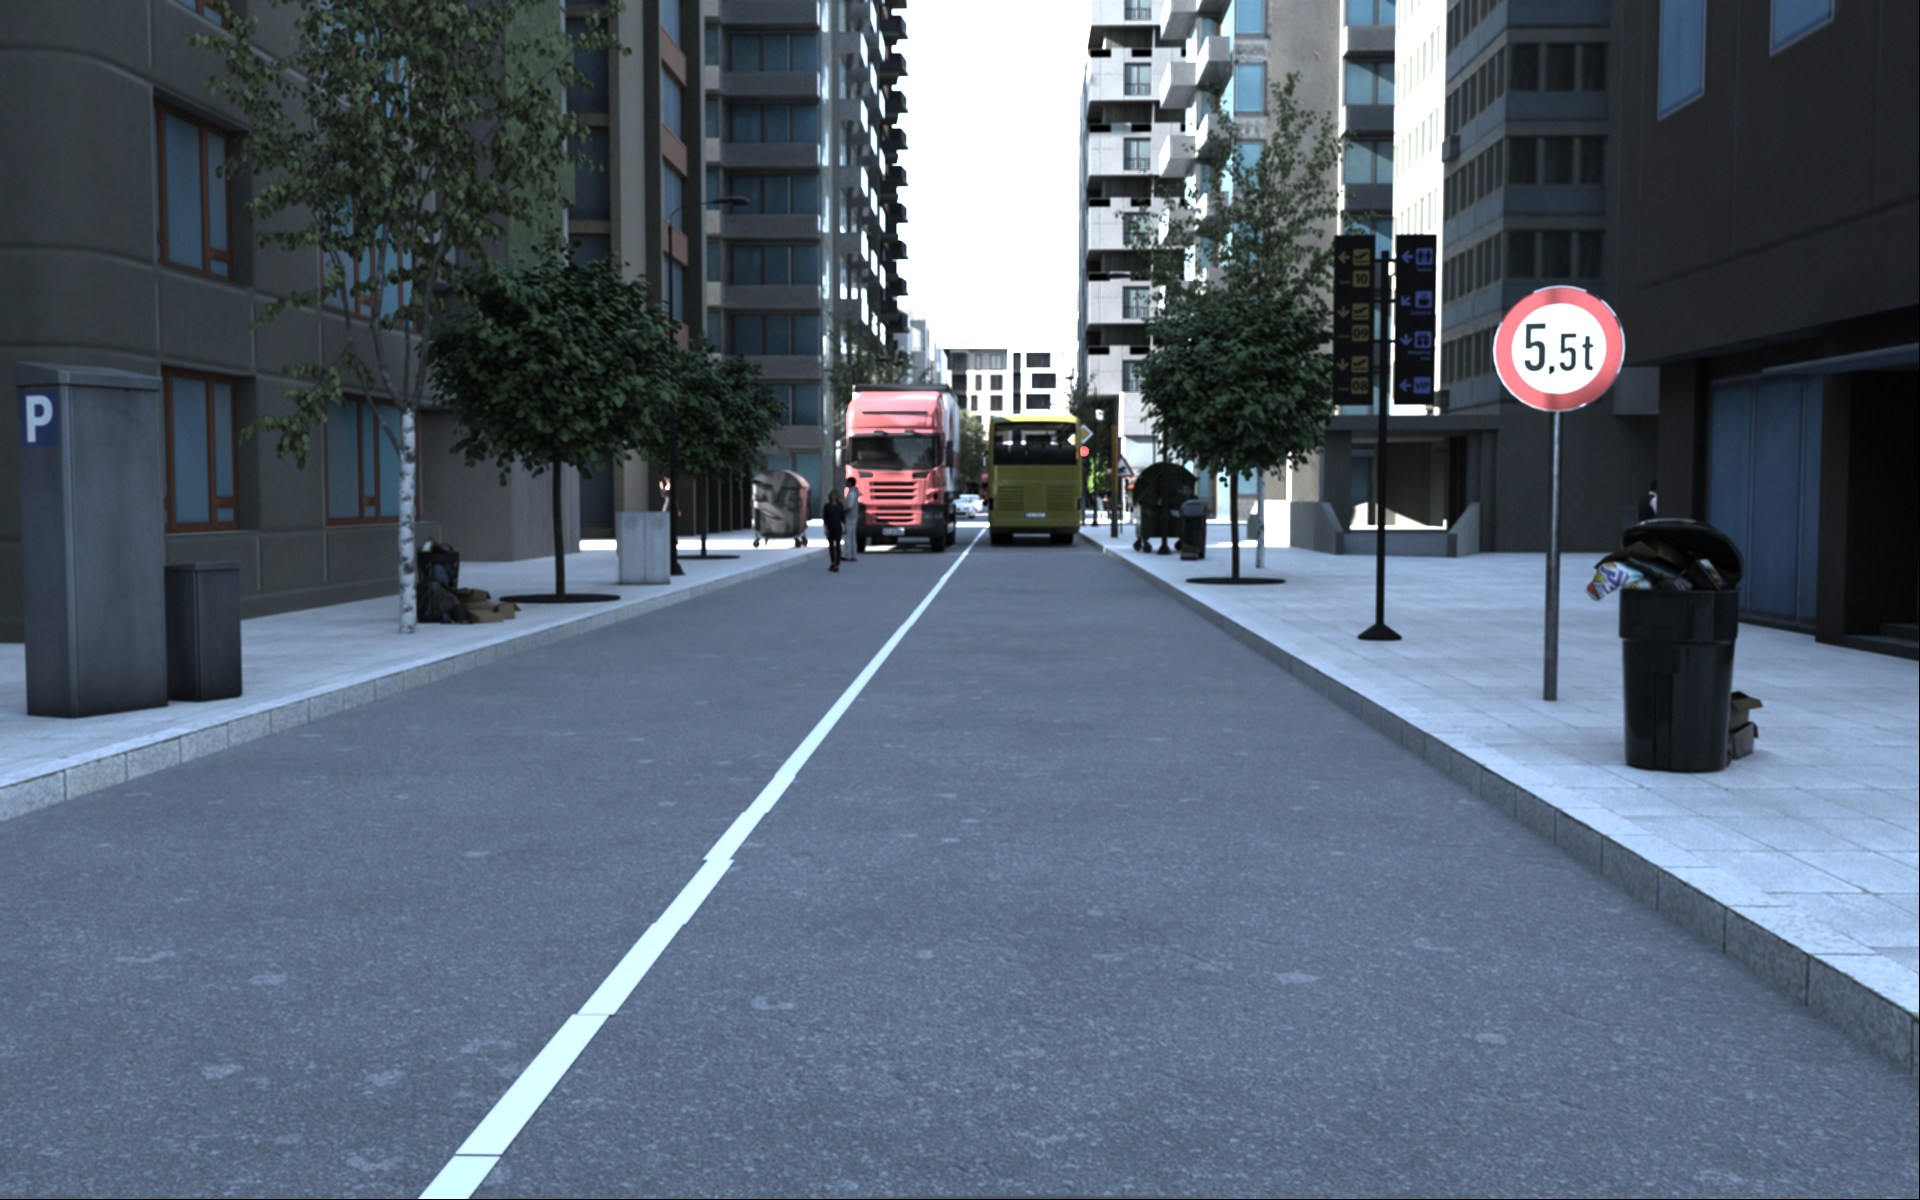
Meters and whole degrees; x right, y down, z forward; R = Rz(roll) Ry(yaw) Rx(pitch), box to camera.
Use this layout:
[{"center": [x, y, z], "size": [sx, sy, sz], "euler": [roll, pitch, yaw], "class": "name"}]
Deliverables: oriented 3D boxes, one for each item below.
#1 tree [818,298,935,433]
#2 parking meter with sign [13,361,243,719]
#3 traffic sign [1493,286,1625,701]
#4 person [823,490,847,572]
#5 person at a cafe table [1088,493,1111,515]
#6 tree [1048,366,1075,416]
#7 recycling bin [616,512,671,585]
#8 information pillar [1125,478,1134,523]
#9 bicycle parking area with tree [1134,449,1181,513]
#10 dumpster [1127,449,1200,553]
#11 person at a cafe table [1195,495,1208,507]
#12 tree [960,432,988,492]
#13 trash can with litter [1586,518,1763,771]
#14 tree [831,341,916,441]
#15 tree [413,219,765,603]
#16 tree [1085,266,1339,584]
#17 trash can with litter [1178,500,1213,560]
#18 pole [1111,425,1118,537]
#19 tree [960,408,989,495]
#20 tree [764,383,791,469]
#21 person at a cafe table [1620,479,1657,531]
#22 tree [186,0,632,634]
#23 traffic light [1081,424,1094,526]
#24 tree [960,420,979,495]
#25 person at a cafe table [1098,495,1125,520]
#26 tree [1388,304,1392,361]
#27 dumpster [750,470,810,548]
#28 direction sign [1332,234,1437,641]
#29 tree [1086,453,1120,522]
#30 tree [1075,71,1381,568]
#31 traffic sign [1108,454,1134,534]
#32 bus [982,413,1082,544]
[{"center": [-3.365, -7.035, 65.388], "size": [4.737, 8.622, 4.395], "euler": [0, 3, 0], "class": "tree"}, {"center": [-5.071, -0.850, 10.167], "size": [0.543, 3.016, 1.738], "euler": [2, 4, 25], "class": "parking meter with sign"}, {"center": [3.674, -0.648, 10.702], "size": [0.768, 2.556, 0.104], "euler": [1, 4, 11], "class": "traffic sign"}, {"center": [-2.344, -1.288, 32.103], "size": [0.480, 1.512, 0.613], "euler": [-2, 4, -24], "class": "person"}, {"center": [8.646, -5.974, 106.184], "size": [1.622, 1.524, 1.698], "euler": [0, 4, 6], "class": "person at a cafe table"}, {"center": [6.918, -9.071, 98.672], "size": [4.737, 8.622, 4.395], "euler": [0, 3, 0], "class": "tree"}, {"center": [-4.537, -0.748, 24.776], "size": [0.722, 1.027, 0.722], "euler": [-1, 4, -14], "class": "recycling bin"}, {"center": [7.558, -4.451, 77.274], "size": [0.304, 2.012, 0.304], "euler": [-3, 5, -40], "class": "information pillar"}, {"center": [15.213, -7.683, 112.621], "size": [8.231, 4.147, 9.016], "euler": [-3, 5, -45], "class": "bicycle parking area with tree"}, {"center": [4.505, -2.194, 38.365], "size": [1.502, 2.255, 1.985], "euler": [0, 4, 2], "class": "dumpster"}, {"center": [8.046, -3.112, 61.745], "size": [1.698, 1.238, 1.726], "euler": [-3, 5, -42], "class": "person at a cafe table"}, {"center": [1.074, -15.624, 205.818], "size": [4.360, 8.622, 3.978], "euler": [0, 3, 0], "class": "tree"}, {"center": [3.474, 0.186, 8.340], "size": [0.624, 1.170, 1.055], "euler": [3, 4, 37], "class": "trash can with litter"}, {"center": [-3.850, -8.057, 82.099], "size": [4.360, 8.622, 3.978], "euler": [0, 3, 0], "class": "tree"}, {"center": [-4.887, -2.279, 20.981], "size": [4.285, 4.588, 4.351], "euler": [0, 3, 0], "class": "tree"}, {"center": [4.079, -2.537, 25.198], "size": [4.285, 4.588, 4.351], "euler": [0, 3, 0], "class": "tree"}, {"center": [4.602, -1.375, 33.870], "size": [0.624, 1.170, 1.055], "euler": [1, 4, 12], "class": "trash can with litter"}, {"center": [4.583, -3.514, 51.290], "size": [0.158, 3.312, 0.155], "euler": [0, 3, 0], "class": "pole"}, {"center": [0.898, -19.057, 229.709], "size": [7.486, 12.596, 7.792], "euler": [0, 3, 0], "class": "tree"}, {"center": [-5.102, -3.109, 34.538], "size": [4.285, 4.588, 4.351], "euler": [0, 3, 0], "class": "tree"}, {"center": [11.218, -1.142, 27.189], "size": [1.622, 1.524, 1.698], "euler": [-1, 4, -10], "class": "person at a cafe table"}, {"center": [-5.122, -4.012, 15.964], "size": [4.737, 8.622, 4.395], "euler": [0, 3, 0], "class": "tree"}, {"center": [4.927, -4.916, 69.303], "size": [0.839, 4.253, 0.868], "euler": [0, 4, 2], "class": "traffic light"}, {"center": [-0.690, -12.995, 162.824], "size": [4.737, 8.622, 4.395], "euler": [0, 3, 0], "class": "tree"}, {"center": [7.632, -4.592, 85.947], "size": [1.726, 1.238, 1.698], "euler": [-2, 4, -31], "class": "person at a cafe table"}, {"center": [17.122, -6.816, 61.805], "size": [4.360, 8.622, 3.978], "euler": [0, 3, 0], "class": "tree"}, {"center": [-4.339, -2.204, 41.800], "size": [1.264, 1.857, 1.865], "euler": [0, 4, 2], "class": "dumpster"}, {"center": [3.714, -1.420, 15.222], "size": [0.876, 3.537, 0.379], "euler": [0, 4, 5], "class": "direction sign"}, {"center": [6.371, -5.272, 80.800], "size": [1.663, 3.219, 1.824], "euler": [0, 3, 0], "class": "tree"}, {"center": [4.984, -4.862, 29.864], "size": [4.737, 8.622, 4.395], "euler": [0, 3, 0], "class": "tree"}, {"center": [5.210, -3.416, 55.861], "size": [0.884, 2.594, 0.081], "euler": [0, 4, 2], "class": "traffic sign"}, {"center": [2.106, -3.722, 52.396], "size": [2.896, 3.916, 12.252], "euler": [0, 4, 1], "class": "bus"}]
